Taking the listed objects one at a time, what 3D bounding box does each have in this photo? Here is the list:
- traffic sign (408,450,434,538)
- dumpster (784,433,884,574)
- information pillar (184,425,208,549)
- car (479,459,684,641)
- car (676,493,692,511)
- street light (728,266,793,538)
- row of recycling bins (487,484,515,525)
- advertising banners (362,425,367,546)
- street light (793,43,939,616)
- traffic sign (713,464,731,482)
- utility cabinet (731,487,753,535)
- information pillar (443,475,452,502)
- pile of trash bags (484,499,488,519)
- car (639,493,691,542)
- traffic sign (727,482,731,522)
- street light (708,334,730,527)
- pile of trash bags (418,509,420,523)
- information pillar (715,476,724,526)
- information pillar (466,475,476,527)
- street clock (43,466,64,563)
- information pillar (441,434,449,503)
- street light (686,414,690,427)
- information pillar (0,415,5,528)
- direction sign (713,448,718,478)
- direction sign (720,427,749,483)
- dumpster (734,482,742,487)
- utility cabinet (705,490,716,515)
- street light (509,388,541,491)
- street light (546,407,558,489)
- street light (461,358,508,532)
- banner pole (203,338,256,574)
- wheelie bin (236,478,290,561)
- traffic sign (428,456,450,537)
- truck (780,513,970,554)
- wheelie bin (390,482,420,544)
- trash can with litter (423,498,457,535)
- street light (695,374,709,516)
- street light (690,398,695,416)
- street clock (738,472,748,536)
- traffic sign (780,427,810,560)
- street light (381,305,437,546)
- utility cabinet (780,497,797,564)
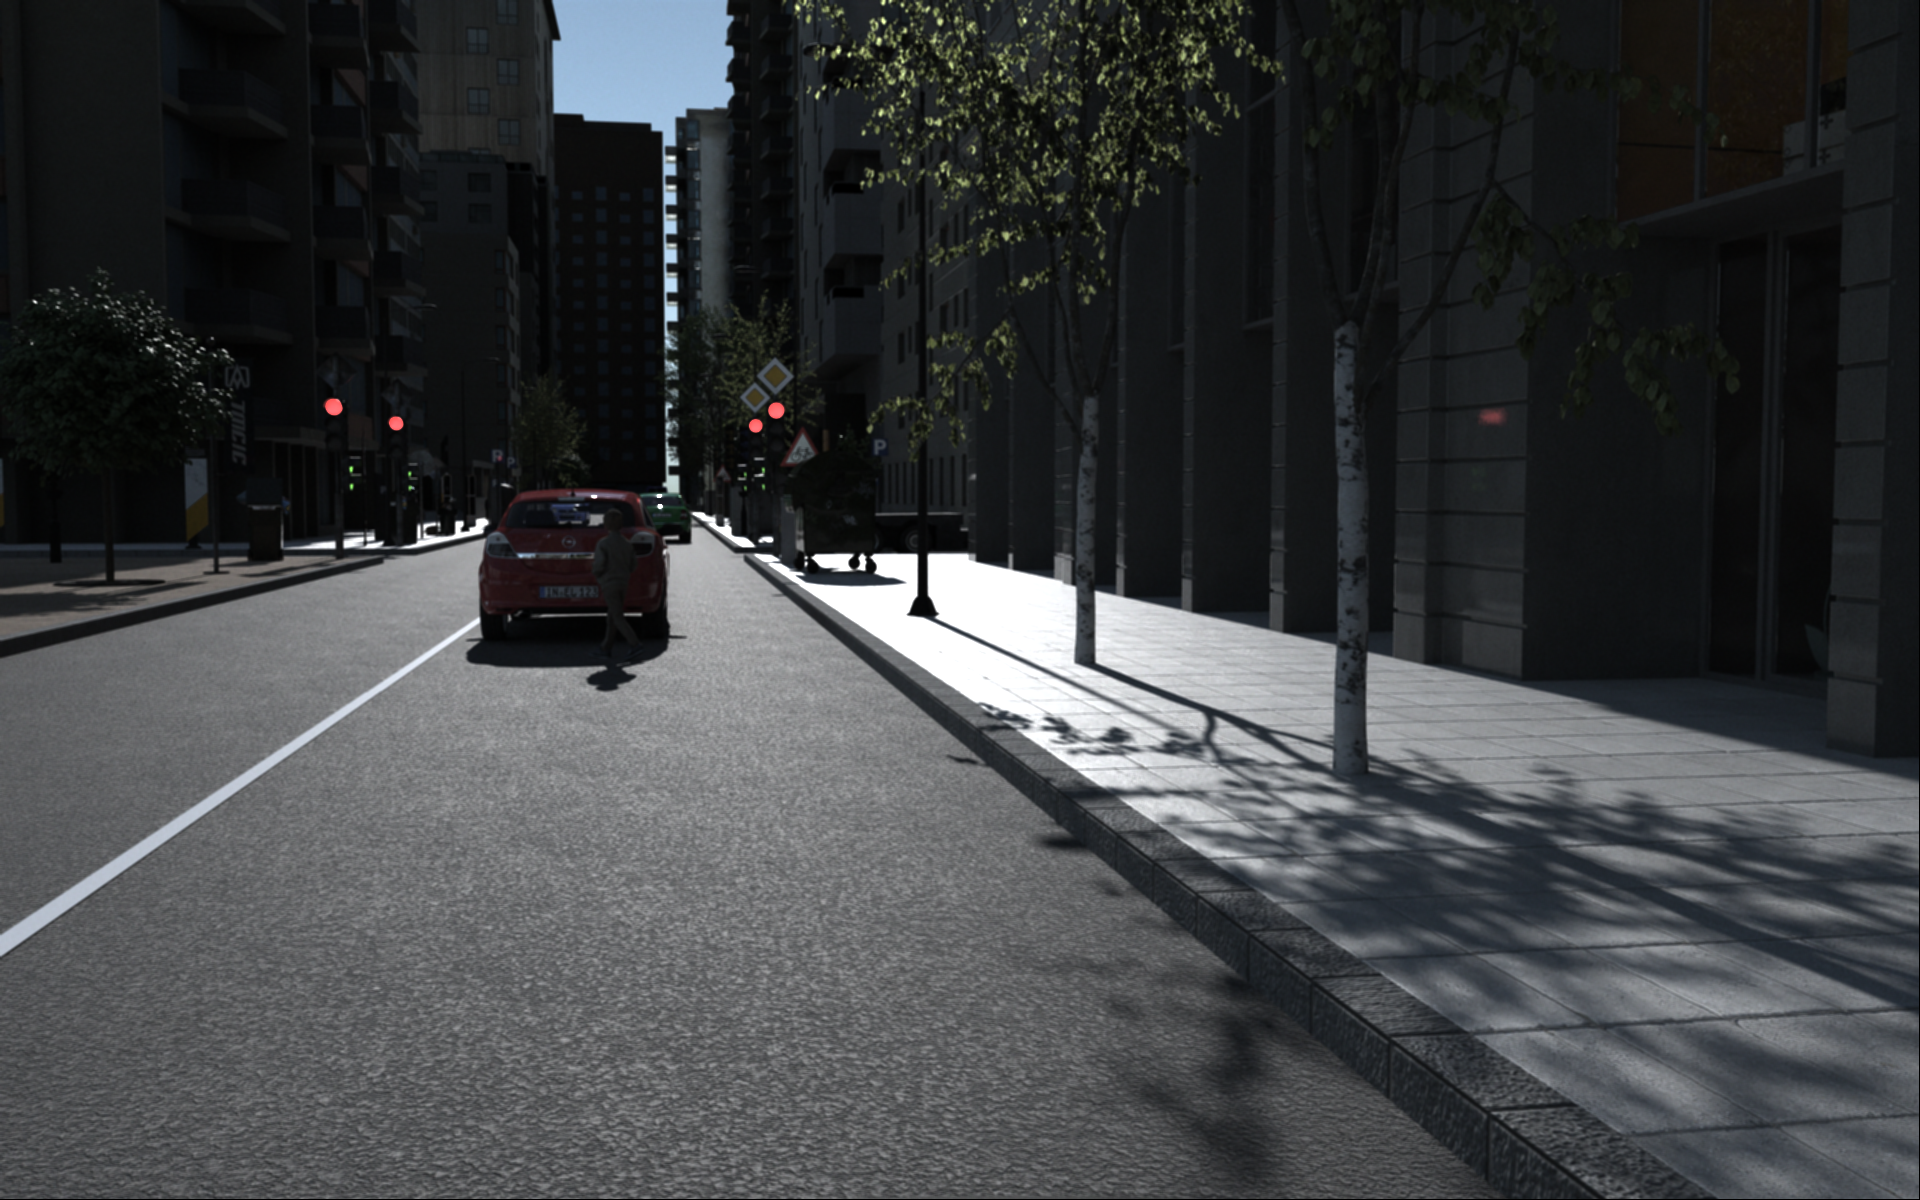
[{"bbox_3d":[-15.565,-3.053,50.030,0.768,2.556,0.104,0,4,-1],"label":"traffic sign"},{"bbox_3d":[-2.092,-1.594,28.556,1.502,2.255,1.985,-1,4,-10],"label":"dumpster"},{"bbox_3d":[-17.819,-2.997,40.354,0.504,3.616,0.183,-1,4,-16],"label":"information pillar"},{"bbox_3d":[-4.043,-0.580,18.528,2.155,1.783,4.494,-1,4,-9],"label":"car"},{"bbox_3d":[-14.558,-4.762,86.893,2.155,1.783,4.494,0,4,-8],"label":"car"},{"bbox_3d":[-3.918,-3.852,35.528,1.470,5.913,1.316,-1,4,-10],"label":"street light"},{"bbox_3d":[-19.244,-4.004,72.574,1.069,1.692,3.534,-1,4,-10],"label":"row of recycling bins"},{"bbox_3d":[-14.868,-2.877,43.226,0.090,3.025,2.074,-1,4,-18],"label":"advertising banners"},{"bbox_3d":[-0.929,-2.787,18.113,1.470,5.913,1.316,-1,4,-10],"label":"street light"},{"bbox_3d":[-10.141,-4.535,74.151,0.884,2.594,0.081,0,4,-8],"label":"traffic sign"},{"bbox_3d":[-6.578,-2.784,54.193,1.173,1.500,0.318,-2,4,-31],"label":"utility cabinet"},{"bbox_3d":[-19.374,-3.730,65.480,0.304,2.012,0.304,-1,4,-14],"label":"information pillar"},{"bbox_3d":[-23.167,-4.781,87.921,1.912,1.369,3.447,-2,4,-23],"label":"pile of trash bags"},{"bbox_3d":[-9.174,-2.696,52.879,1.959,1.807,4.718,-1,4,-11],"label":"car"},{"bbox_3d":[-10.700,-4.923,80.604,0.768,2.556,0.104,0,4,-8],"label":"traffic sign"},{"bbox_3d":[-6.497,-4.773,50.577,1.470,5.913,1.316,-1,4,-10],"label":"street light"},{"bbox_3d":[-26.001,-4.159,77.745,3.447,1.369,1.912,-1,4,-20],"label":"pile of trash bags"},{"bbox_3d":[-9.742,-4.019,70.207,0.304,2.012,0.304,-1,4,-17],"label":"information pillar"},{"bbox_3d":[-19.186,-3.878,67.895,0.304,2.012,0.304,-3,5,-43],"label":"information pillar"},{"bbox_3d":[-16.876,-1.694,32.270,0.358,2.002,0.471,-2,4,-26],"label":"street clock"},{"bbox_3d":[-20.141,-4.673,67.758,0.183,3.616,0.504,0,4,8],"label":"information pillar"},{"bbox_3d":[-15.100,-7.848,100.848,1.470,5.913,1.316,-1,4,-10],"label":"street light"},{"bbox_3d":[-22.572,-2.995,40.319,0.504,3.616,0.183,-1,4,-20],"label":"information pillar"},{"bbox_3d":[-11.953,-5.756,86.111,0.379,3.537,0.876,2,4,34],"label":"direction sign"},{"bbox_3d":[-7.530,-4.072,58.571,0.876,3.537,0.379,-2,4,-31],"label":"direction sign"},{"bbox_3d":[-6.738,-3.102,56.472,1.264,1.857,1.865,-1,4,-10],"label":"dumpster"},{"bbox_3d":[-14.887,-5.783,103.227,0.318,1.500,1.173,1,4,13],"label":"utility cabinet"},{"bbox_3d":[-19.319,-6.322,75.913,1.470,5.913,1.316,-1,4,-10],"label":"street light"},{"bbox_3d":[-22.145,-7.334,92.458,1.470,5.913,1.316,-1,4,-10],"label":"street light"},{"bbox_3d":[-16.448,-5.310,59.364,1.470,5.913,1.316,-1,4,-10],"label":"street light"},{"bbox_3d":[-11.794,-2.320,27.941,0.863,3.779,0.401,-2,4,-29],"label":"banner pole"},{"bbox_3d":[-13.432,-1.561,33.427,0.980,1.594,0.693,-1,4,-17],"label":"wheelie bin"},{"bbox_3d":[-15.794,-3.124,52.266,0.795,2.450,0.064,0,4,-7],"label":"traffic sign"},{"bbox_3d":[5.217,-3.105,40.529,18.799,4.110,2.967,-1,4,-9],"label":"truck"},{"bbox_3d":[-14.396,-2.260,44.852,0.693,1.594,0.980,-3,4,-37],"label":"wheelie bin"},{"bbox_3d":[-16.243,-2.611,54.071,1.055,1.170,0.624,1,4,10],"label":"trash can with litter"},{"bbox_3d":[-9.395,-5.793,67.256,1.470,5.913,1.316,-1,4,-10],"label":"street light"},{"bbox_3d":[-12.180,-6.805,83.808,1.470,5.913,1.316,-1,4,-10],"label":"street light"},{"bbox_3d":[-6.649,-2.979,53.270,0.358,2.002,0.471,0,4,-7],"label":"street clock"},{"bbox_3d":[-3.035,-2.048,33.495,0.884,2.594,0.081,0,4,-7],"label":"traffic sign"},{"bbox_3d":[-13.523,-4.282,42.556,1.470,5.913,1.316,-1,4,-10],"label":"street light"},{"bbox_3d":[-3.163,-1.281,32.101,0.306,1.237,1.020,0,4,-5],"label":"utility cabinet"}]
